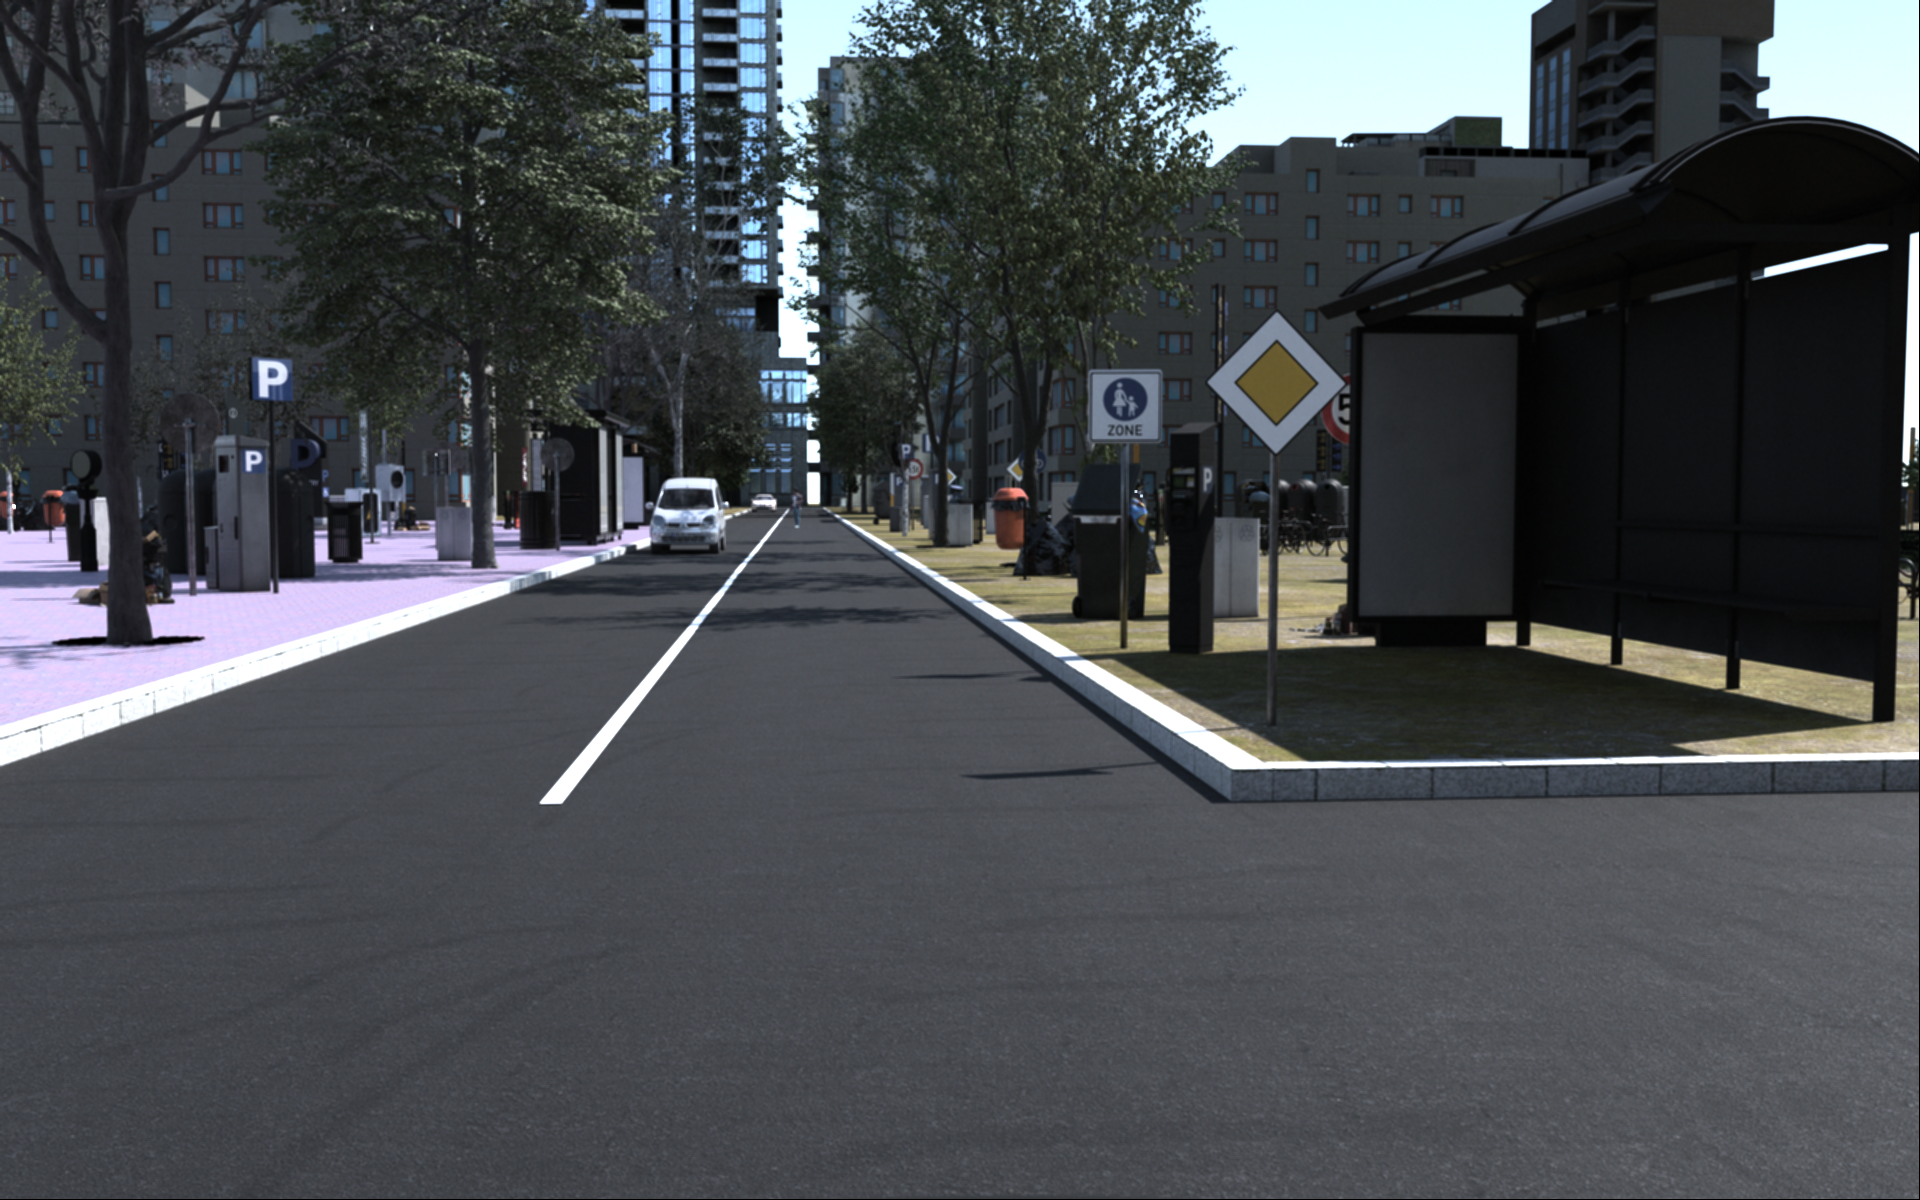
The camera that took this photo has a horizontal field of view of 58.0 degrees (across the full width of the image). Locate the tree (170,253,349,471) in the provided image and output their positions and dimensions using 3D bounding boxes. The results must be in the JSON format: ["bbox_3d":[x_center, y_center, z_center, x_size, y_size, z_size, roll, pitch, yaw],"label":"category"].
[{"bbox_3d":[-21.249,-6.322,53.732,4.360,8.622,3.978,0,3,0],"label":"tree"}]

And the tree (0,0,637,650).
[{"bbox_3d":[-7.272,-6.363,14.409,12.009,13.543,11.850,0,3,0],"label":"tree"}]

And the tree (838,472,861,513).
[{"bbox_3d":[-7.419,-7.683,120.223,1.663,3.219,1.824,0,3,0],"label":"tree"}]

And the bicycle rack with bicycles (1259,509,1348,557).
[{"bbox_3d":[7.259,-1.425,36.681,2.852,0.926,2.925,3,5,44],"label":"bicycle rack with bicycles"}]

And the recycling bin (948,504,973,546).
[{"bbox_3d":[-0.096,-1.856,42.897,0.722,1.027,0.722,-1,4,-10],"label":"recycling bin"}]

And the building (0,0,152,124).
[{"bbox_3d":[-84.730,-36.462,185.393,27.495,52.752,28.713,0,4,-5],"label":"building"}]

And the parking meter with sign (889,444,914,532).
[{"bbox_3d":[-2.007,-3.836,58.975,0.543,3.016,1.738,1,4,11],"label":"parking meter with sign"}]

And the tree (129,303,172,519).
[{"bbox_3d":[-27.975,-6.939,63.819,4.360,8.622,3.978,0,3,0],"label":"tree"}]

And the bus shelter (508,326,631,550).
[{"bbox_3d":[-9.926,-4.070,44.169,2.179,5.291,8.768,0,4,-5],"label":"bus shelter"}]

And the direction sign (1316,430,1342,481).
[{"bbox_3d":[12.944,-4.209,60.817,0.876,3.537,0.379,0,4,-1],"label":"direction sign"}]

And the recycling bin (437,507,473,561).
[{"bbox_3d":[-9.657,-1.287,33.590,0.722,1.027,0.722,1,4,9],"label":"recycling bin"}]

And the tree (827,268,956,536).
[{"bbox_3d":[-1.777,-6.261,52.722,4.360,8.622,3.978,0,3,0],"label":"tree"}]

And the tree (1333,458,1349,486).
[{"bbox_3d":[18.120,-5.172,79.163,1.663,3.219,1.824,0,3,0],"label":"tree"}]

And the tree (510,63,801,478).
[{"bbox_3d":[-13.647,-13.517,76.897,12.611,20.169,13.585,0,3,0],"label":"tree"}]

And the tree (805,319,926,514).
[{"bbox_3d":[-6.097,-11.856,111.972,7.486,12.596,7.792,0,3,0],"label":"tree"}]

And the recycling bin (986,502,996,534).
[{"bbox_3d":[1.261,-2.634,55.614,0.722,1.027,0.722,1,4,15],"label":"recycling bin"}]

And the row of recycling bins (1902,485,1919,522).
[{"bbox_3d":[43.997,-4.432,79.574,1.069,1.692,3.534,0,4,-4],"label":"row of recycling bins"}]

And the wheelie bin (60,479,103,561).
[{"bbox_3d":[-16.797,-1.543,33.141,0.693,1.594,0.980,-1,4,-23],"label":"wheelie bin"}]

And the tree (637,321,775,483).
[{"bbox_3d":[-16.110,-11.721,108.646,9.611,12.733,9.660,0,3,0],"label":"tree"}]

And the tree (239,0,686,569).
[{"bbox_3d":[-8.335,-6.791,29.165,7.486,12.596,7.792,0,3,0],"label":"tree"}]

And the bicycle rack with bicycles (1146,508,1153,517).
[{"bbox_3d":[7.417,-4.241,82.730,2.852,0.926,2.925,-3,4,-37],"label":"bicycle rack with bicycles"}]

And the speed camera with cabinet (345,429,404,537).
[{"bbox_3d":[-17.640,-3.540,52.218,0.660,3.252,2.038,1,4,21],"label":"speed camera with cabinet"}]

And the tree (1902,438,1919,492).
[{"bbox_3d":[28.555,-3.478,51.461,1.663,3.219,1.824,0,3,0],"label":"tree"}]

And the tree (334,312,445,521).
[{"bbox_3d":[-22.850,-7.270,69.235,4.737,8.622,4.395,0,3,0],"label":"tree"}]

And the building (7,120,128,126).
[{"bbox_3d":[-68.312,-22.385,137.699,14.107,30.474,14.160,0,4,-5],"label":"building"}]

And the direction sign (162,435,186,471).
[{"bbox_3d":[-26.195,-4.035,57.973,0.876,3.537,0.379,-1,4,-21],"label":"direction sign"}]

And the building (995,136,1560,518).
[{"bbox_3d":[17.747,-16.101,108.289,27.650,21.520,28.899,0,4,-5],"label":"building"}]

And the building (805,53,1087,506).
[{"bbox_3d":[-1.633,-34.926,190.640,30.456,49.044,23.786,0,4,-5],"label":"building"}]

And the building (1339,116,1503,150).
[{"bbox_3d":[49.797,-30.995,190.370,14.086,41.232,14.154,0,4,-5],"label":"building"}]

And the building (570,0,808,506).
[{"bbox_3d":[-32.182,-53.424,186.146,31.000,86.520,22.319,0,4,-5],"label":"building"}]

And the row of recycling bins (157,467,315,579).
[{"bbox_3d":[-11.477,-1.238,27.350,3.534,1.692,1.069,2,4,35],"label":"row of recycling bins"}]

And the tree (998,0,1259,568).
[{"bbox_3d":[1.340,-6.405,30.482,9.928,11.665,9.643,0,3,0],"label":"tree"}]

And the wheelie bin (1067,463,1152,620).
[{"bbox_3d":[1.550,-0.612,17.914,0.980,1.594,0.693,2,4,31],"label":"wheelie bin"}]

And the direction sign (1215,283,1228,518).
[{"bbox_3d":[2.878,-1.659,19.123,0.379,3.537,0.876,1,4,15],"label":"direction sign"}]

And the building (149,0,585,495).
[{"bbox_3d":[-45.165,-31.446,133.753,30.456,49.044,23.786,0,4,-5],"label":"building"}]

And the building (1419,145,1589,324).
[{"bbox_3d":[43.574,-22.977,147.382,14.107,30.474,14.160,0,4,-5],"label":"building"}]

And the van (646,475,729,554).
[{"bbox_3d":[-6.716,-2.196,42.919,2.013,2.044,4.112,0,4,-5],"label":"van"}]

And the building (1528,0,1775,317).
[{"bbox_3d":[57.807,-30.391,146.995,14.200,45.320,14.600,0,4,-5],"label":"building"}]

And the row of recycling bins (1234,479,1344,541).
[{"bbox_3d":[9.272,-2.553,48.850,3.534,1.692,1.069,3,5,44],"label":"row of recycling bins"}]

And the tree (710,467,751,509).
[{"bbox_3d":[-19.525,-9.974,146.784,4.285,4.588,4.351,0,3,0],"label":"tree"}]

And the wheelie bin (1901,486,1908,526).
[{"bbox_3d":[38.078,-3.808,70.174,0.693,1.594,0.980,-3,4,-39],"label":"wheelie bin"}]

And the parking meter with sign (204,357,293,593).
[{"bbox_3d":[-9.455,-1.626,22.853,1.738,3.016,0.543,3,5,42],"label":"parking meter with sign"}]

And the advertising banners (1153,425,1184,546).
[{"bbox_3d":[5.356,-2.893,43.489,0.090,3.025,2.074,2,4,33],"label":"advertising banners"}]

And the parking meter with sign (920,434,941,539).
[{"bbox_3d":[-0.670,-3.238,49.206,0.543,3.016,1.738,-1,4,-10],"label":"parking meter with sign"}]

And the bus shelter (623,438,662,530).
[{"bbox_3d":[-12.403,-4.349,65.036,2.014,3.302,5.546,0,4,-5],"label":"bus shelter"}]

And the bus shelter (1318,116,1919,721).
[{"bbox_3d":[4.284,-1.109,12.056,2.014,3.302,5.546,0,4,-5],"label":"bus shelter"}]

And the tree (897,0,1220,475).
[{"bbox_3d":[1.470,-4.383,22.029,4.737,8.622,4.395,0,3,0],"label":"tree"}]

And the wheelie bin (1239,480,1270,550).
[{"bbox_3d":[6.880,-1.969,40.099,0.693,1.594,0.980,-1,4,-23],"label":"wheelie bin"}]

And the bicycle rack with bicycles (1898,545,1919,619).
[{"bbox_3d":[8.708,-0.310,18.449,2.852,0.926,2.925,-1,4,-20],"label":"bicycle rack with bicycles"}]

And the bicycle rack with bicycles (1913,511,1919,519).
[{"bbox_3d":[38.109,-3.283,67.057,2.852,0.926,2.925,0,4,0],"label":"bicycle rack with bicycles"}]

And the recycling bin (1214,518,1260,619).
[{"bbox_3d":[2.671,-0.346,18.208,0.722,1.027,0.722,-1,4,-19],"label":"recycling bin"}]

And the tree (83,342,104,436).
[{"bbox_3d":[-36.800,-7.773,77.450,4.360,8.622,3.978,0,3,0],"label":"tree"}]

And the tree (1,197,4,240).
[{"bbox_3d":[-23.319,-5.458,39.601,4.737,8.622,4.395,0,3,0],"label":"tree"}]

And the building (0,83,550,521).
[{"bbox_3d":[-38.918,-15.351,96.033,27.650,21.520,28.899,0,4,-5],"label":"building"}]

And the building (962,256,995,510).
[{"bbox_3d":[15.298,-17.859,137.031,27.650,21.520,28.899,0,4,-5],"label":"building"}]

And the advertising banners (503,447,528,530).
[{"bbox_3d":[-16.265,-4.117,63.499,0.090,3.025,2.074,1,4,11],"label":"advertising banners"}]
